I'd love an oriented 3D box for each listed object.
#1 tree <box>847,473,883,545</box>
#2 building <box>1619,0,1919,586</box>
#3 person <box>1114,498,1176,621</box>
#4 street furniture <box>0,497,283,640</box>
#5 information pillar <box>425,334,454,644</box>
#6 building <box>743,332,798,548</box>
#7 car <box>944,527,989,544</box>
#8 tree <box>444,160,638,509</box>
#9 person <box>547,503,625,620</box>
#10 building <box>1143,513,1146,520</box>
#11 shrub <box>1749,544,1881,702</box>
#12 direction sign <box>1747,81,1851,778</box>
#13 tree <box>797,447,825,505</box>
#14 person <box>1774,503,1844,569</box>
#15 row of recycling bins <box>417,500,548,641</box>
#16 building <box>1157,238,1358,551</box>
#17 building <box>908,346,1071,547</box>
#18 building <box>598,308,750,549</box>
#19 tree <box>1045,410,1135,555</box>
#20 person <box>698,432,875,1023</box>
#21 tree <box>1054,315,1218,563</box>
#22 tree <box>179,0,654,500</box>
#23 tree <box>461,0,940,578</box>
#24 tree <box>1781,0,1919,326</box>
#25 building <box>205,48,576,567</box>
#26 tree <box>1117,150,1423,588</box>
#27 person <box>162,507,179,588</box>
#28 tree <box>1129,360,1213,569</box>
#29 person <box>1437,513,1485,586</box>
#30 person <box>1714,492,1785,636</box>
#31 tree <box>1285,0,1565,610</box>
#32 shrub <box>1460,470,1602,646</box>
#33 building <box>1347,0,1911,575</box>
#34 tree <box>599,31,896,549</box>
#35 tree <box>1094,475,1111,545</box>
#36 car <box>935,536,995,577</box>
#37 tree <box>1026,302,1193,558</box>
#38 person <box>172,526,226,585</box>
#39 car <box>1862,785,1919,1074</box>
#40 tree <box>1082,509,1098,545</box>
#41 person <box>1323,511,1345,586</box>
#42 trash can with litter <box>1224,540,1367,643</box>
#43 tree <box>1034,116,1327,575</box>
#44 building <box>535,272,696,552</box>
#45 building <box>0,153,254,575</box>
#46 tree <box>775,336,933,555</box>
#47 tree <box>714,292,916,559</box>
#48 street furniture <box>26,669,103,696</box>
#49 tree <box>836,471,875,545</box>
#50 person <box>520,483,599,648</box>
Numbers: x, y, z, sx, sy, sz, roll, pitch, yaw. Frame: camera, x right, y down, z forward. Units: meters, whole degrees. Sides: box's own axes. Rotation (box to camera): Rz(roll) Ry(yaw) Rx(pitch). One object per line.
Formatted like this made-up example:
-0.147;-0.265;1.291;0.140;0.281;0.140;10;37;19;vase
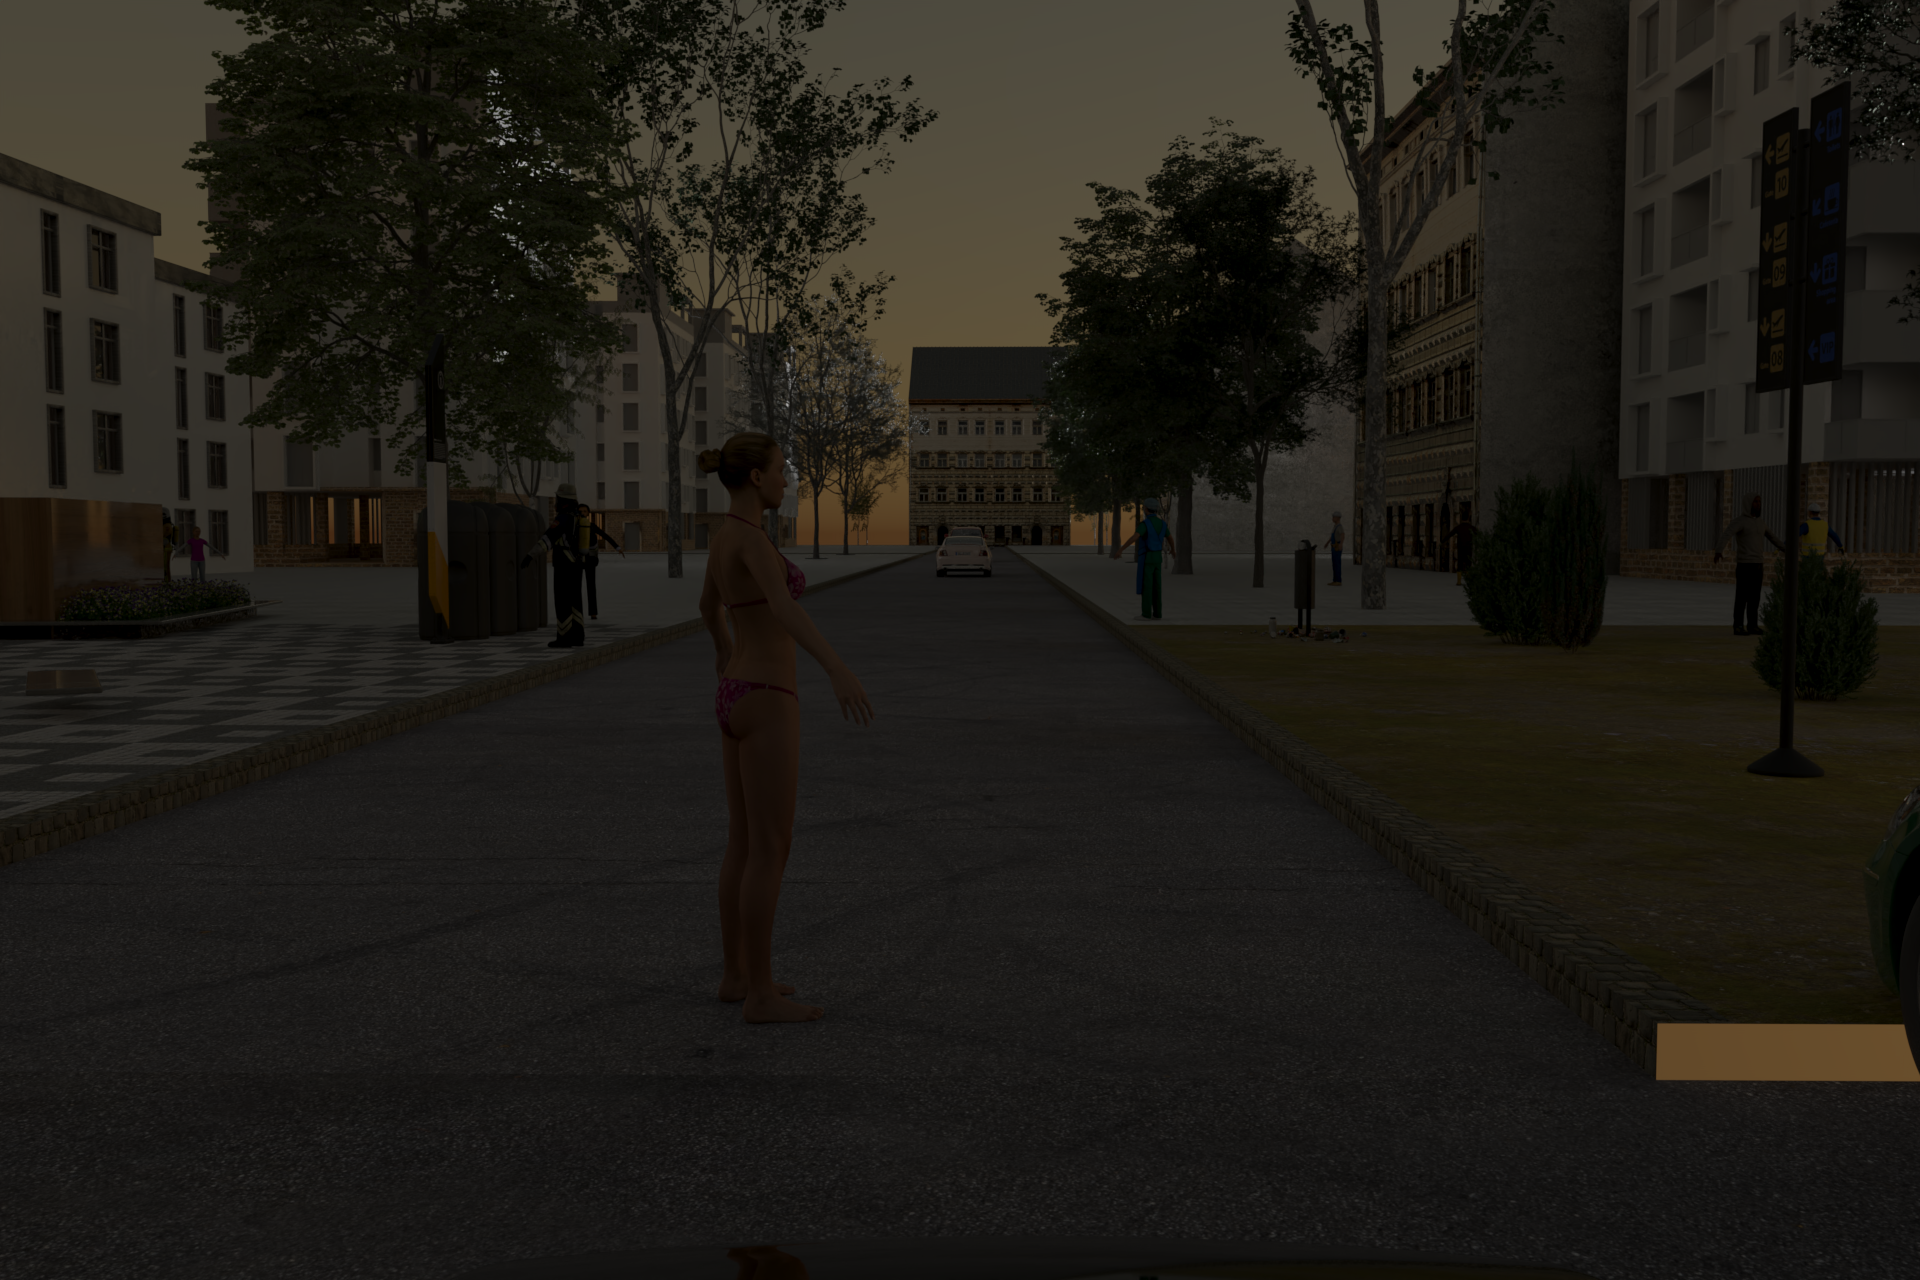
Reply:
-11.161;-15.452;202.998;4.737;8.622;4.395;0;3;0;tree
24.814;-11.812;49.549;16.016;20.090;11.380;0;4;1;building
2.813;-1.201;25.760;1.347;1.817;0.704;-3;5;-43;person
-12.606;-1.060;24.181;9.812;1.723;11.010;-1;4;-10;street furniture
-6.072;-1.759;20.117;0.183;3.616;0.504;0;4;0;information pillar
-21.719;-18.795;163.718;16.016;20.090;11.380;0;4;1;building
0.347;-4.929;89.260;2.281;1.827;5.304;0;4;1;car
-8.667;-5.142;34.442;4.360;8.622;3.978;0;3;0;tree
-5.632;-1.174;25.913;1.216;1.740;0.721;-1;4;-10;person
28.019;-18.646;171.319;16.747;18.905;31.486;0;4;1;building
6.620;-0.140;13.403;1.383;1.207;1.383;0;3;0;shrub
4.430;-1.051;9.188;0.379;3.537;0.876;0;4;0;direction sign
-20.542;-17.431;195.359;12.009;13.543;11.850;0;3;0;tree
15.327;-1.541;31.161;1.349;1.833;0.705;0;4;-7;person
-6.112;-0.941;22.505;1.069;1.692;3.534;0;4;1;row of recycling bins
25.137;-18.804;138.378;19.493;23.208;18.063;0;4;1;building
3.543;-22.532;201.775;18.063;23.208;19.493;0;4;1;building
-24.362;-17.731;146.316;16.016;20.090;11.380;0;3;0;building
9.010;-11.544;106.878;7.486;12.596;7.792;0;3;0;tree
-0.538;0.248;5.206;0.721;1.733;1.217;-2;4;-25;person
7.804;-9.254;77.054;9.928;11.665;9.643;0;3;0;tree
-8.523;-6.676;27.276;7.486;12.596;7.792;0;3;0;tree
-7.422;-11.817;49.103;12.611;20.169;13.585;0;3;0;tree
13.156;-5.069;17.290;8.767;10.594;7.601;0;4;5;tree
-23.245;-12.981;68.656;16.016;20.090;11.380;0;4;1;building
7.445;-6.547;41.463;7.601;10.594;8.767;-3;5;-39;tree
-17.070;-1.916;37.092;0.705;1.858;1.354;-2;4;-28;person
7.457;-6.915;63.427;4.360;8.622;3.978;0;3;0;tree
12.548;-2.257;43.040;1.346;1.812;0.704;1;4;23;person
10.034;-0.968;21.958;1.348;1.813;0.705;-1;4;-22;person
8.204;-10.528;28.024;12.611;20.169;13.585;0;3;0;tree
6.625;-0.959;20.101;1.690;2.028;1.600;0;3;0;shrub
25.457;-14.141;62.128;19.493;23.208;18.063;0;4;1;building
-8.516;-12.993;68.323;12.611;20.169;13.585;0;3;0;tree
16.803;-14.974;195.185;4.360;8.622;3.978;0;3;0;tree
0.162;-2.861;59.135;2.083;1.381;4.827;0;4;1;car
8.376;-11.377;92.664;9.857;13.997;8.962;0;3;0;tree
-14.898;-1.506;33.889;0.991;1.433;0.599;-3;4;-37;person
3.276;0.559;2.651;2.131;1.459;4.920;0;4;1;car
15.833;-15.284;200.252;4.360;8.622;3.978;0;3;0;tree
9.332;-2.273;43.027;0.705;1.847;1.347;0;4;-4;person
4.247;-0.636;21.457;1.678;1.210;2.233;0;4;-1;trash can with litter
7.097;-9.063;54.837;9.857;13.997;8.962;0;3;0;tree
-26.543;-16.527;126.631;16.016;20.090;11.380;0;4;2;building
-25.397;-6.323;45.521;9.099;9.664;28.070;0;4;2;building
-6.869;-11.943;105.642;12.009;13.543;11.850;0;3;0;tree
-7.304;-10.879;88.242;12.009;13.543;11.850;0;3;0;tree
-12.494;-0.348;12.536;11.010;1.723;9.812;-2;4;-28;street furniture
-11.881;-15.122;197.605;4.737;8.622;4.395;0;3;0;tree
-4.472;-0.849;19.659;0.705;1.856;1.354;2;4;24;person
